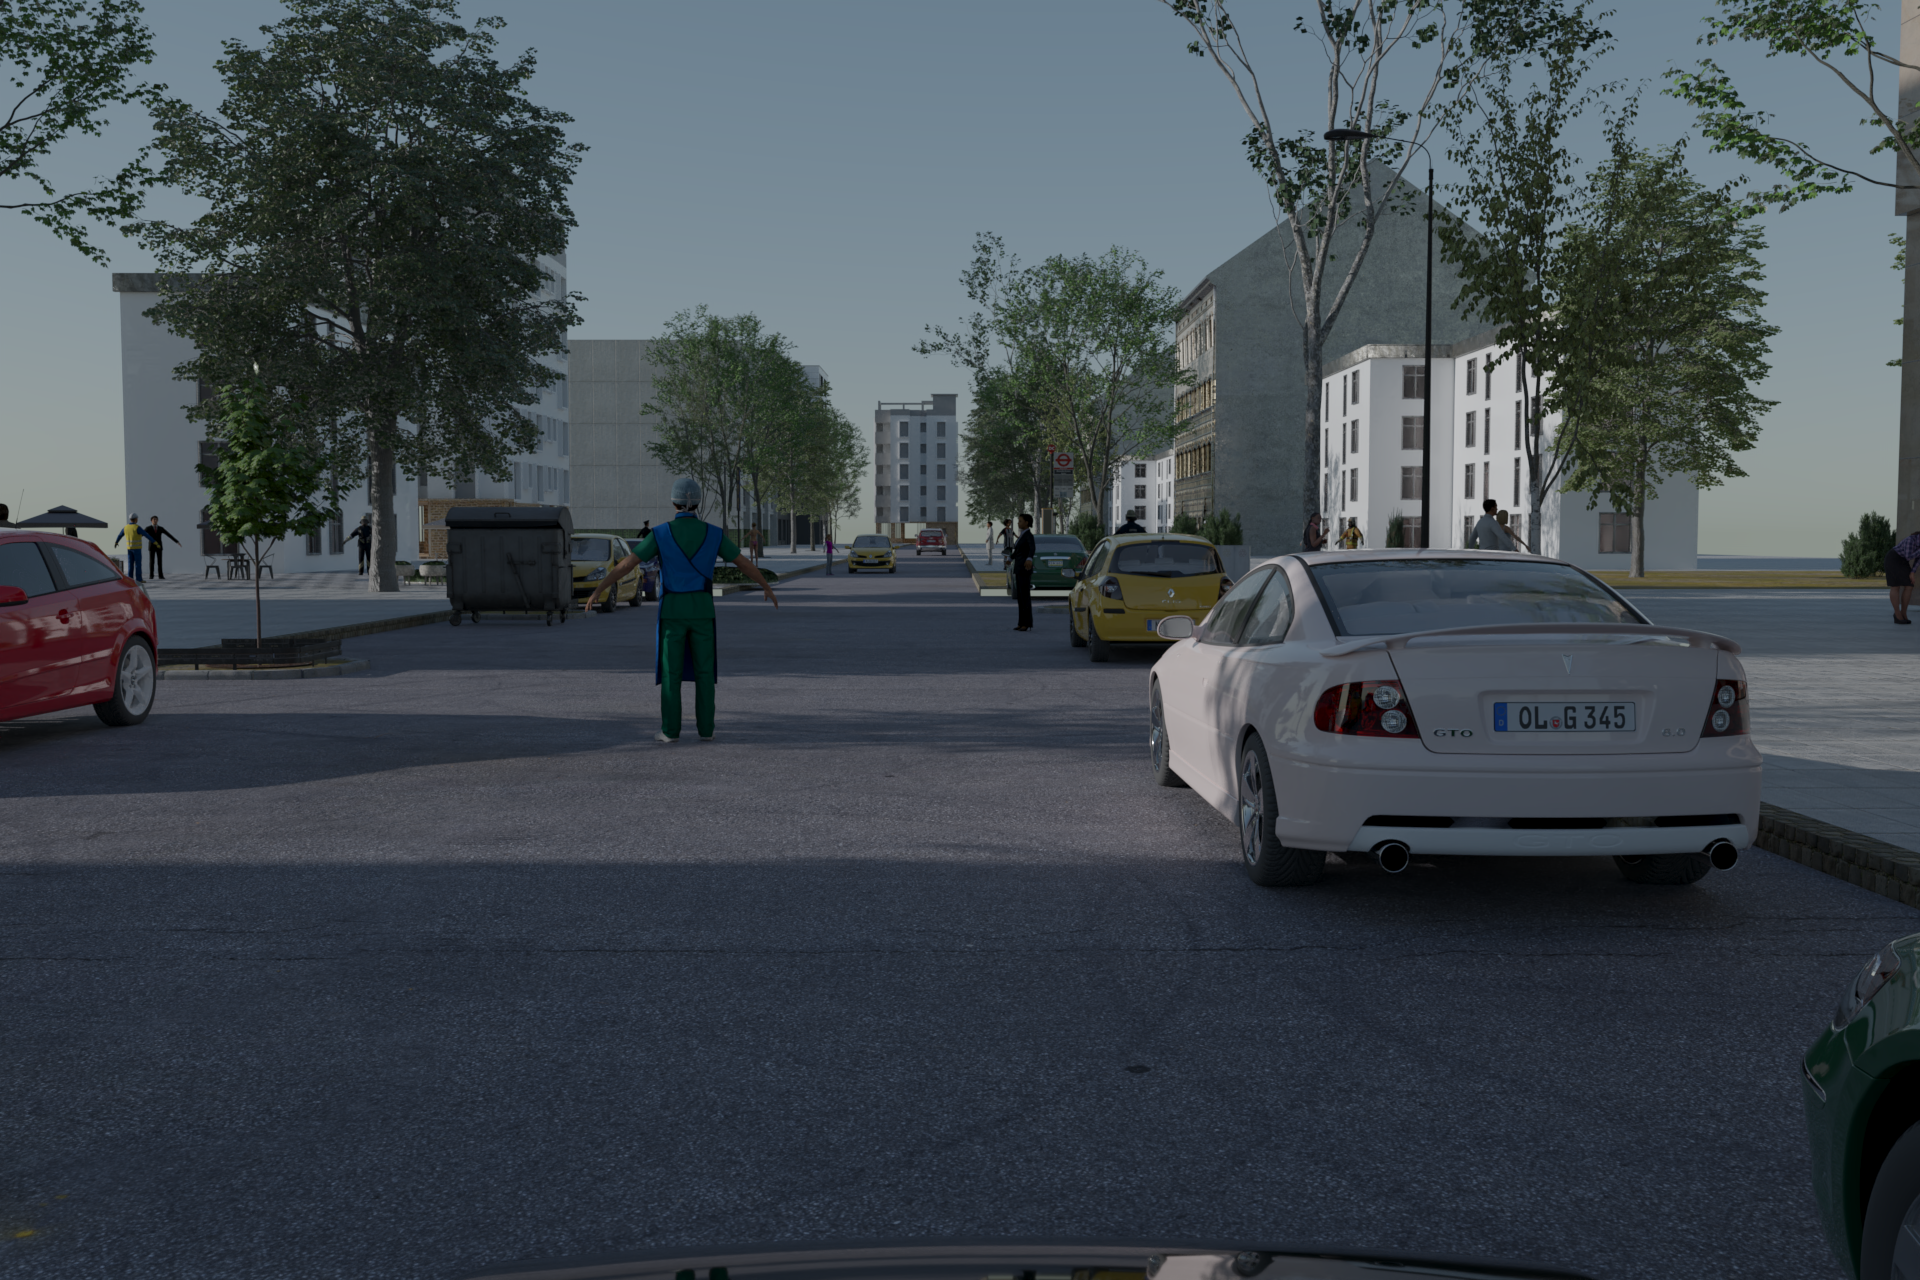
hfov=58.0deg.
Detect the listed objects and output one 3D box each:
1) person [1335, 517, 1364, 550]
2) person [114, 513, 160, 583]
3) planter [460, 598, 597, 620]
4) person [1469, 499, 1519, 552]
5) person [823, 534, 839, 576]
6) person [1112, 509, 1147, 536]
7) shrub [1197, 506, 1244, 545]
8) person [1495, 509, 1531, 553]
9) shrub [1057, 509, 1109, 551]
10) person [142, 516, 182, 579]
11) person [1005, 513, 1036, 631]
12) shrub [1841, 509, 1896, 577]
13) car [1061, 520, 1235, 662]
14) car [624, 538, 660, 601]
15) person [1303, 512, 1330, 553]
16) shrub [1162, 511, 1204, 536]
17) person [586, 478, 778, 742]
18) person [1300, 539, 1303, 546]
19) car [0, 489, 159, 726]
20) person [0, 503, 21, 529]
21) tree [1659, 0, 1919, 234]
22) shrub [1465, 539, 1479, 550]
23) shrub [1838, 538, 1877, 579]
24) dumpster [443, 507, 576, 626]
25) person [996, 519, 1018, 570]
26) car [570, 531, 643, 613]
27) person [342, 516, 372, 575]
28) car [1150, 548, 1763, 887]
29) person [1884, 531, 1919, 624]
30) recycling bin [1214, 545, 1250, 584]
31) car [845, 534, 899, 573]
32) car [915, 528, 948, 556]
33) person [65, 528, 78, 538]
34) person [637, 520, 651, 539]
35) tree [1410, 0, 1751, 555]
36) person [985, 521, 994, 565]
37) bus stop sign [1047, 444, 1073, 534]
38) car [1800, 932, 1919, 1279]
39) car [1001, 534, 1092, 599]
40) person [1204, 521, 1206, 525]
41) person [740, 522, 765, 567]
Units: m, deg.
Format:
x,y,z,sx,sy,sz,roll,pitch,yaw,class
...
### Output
x,y,z,sx,sy,sz,roll,pitch,yaw,class
13.022,-3.175,57.684,0.705,1.858,1.354,-2,4,-30,person
-21.596,-2.409,45.355,1.349,1.833,0.705,1,4,12,person
-7.358,-0.534,29.875,1.991,0.319,1.994,0,4,-1,planter
8.002,-1.220,26.109,0.704,1.810,1.344,-1,4,-16,person
-4.471,-2.950,59.958,0.599,1.433,0.991,2,4,27,person
3.919,-2.081,39.889,1.351,1.845,0.704,-1,4,-14,person
7.474,-2.773,49.374,1.661,2.075,1.752,0,3,0,shrub
10.488,-1.629,33.251,0.721,1.753,1.214,-2,4,-26,person
3.959,-3.121,55.075,1.661,2.075,1.752,0,3,0,shrub
-22.913,-2.640,49.343,1.347,1.806,0.705,-2,4,-35,person
0.875,-1.005,25.613,0.721,1.740,1.216,-1,4,-13,person
27.443,-2.917,52.116,1.690,2.028,1.600,0,3,0,shrub
2.268,-0.648,20.822,2.015,1.641,3.980,0,4,-1,car
-7.327,-1.572,38.281,1.945,1.354,3.894,0,4,0,car
5.911,-1.289,28.591,0.415,1.643,0.593,-3,5,-42,person
7.079,-3.088,54.904,1.690,2.028,1.600,0,3,0,shrub
-1.900,-0.209,12.001,1.347,1.817,0.704,-1,4,-20,person
15.152,-4.034,75.220,0.991,1.433,0.599,-2,4,-27,person
-7.033,-0.152,11.524,2.155,1.783,4.494,0,4,-1,car
-14.326,-1.170,25.893,1.215,1.744,0.721,-3,5,-40,person
8.604,-5.372,13.588,9.928,11.665,9.643,0,3,0,tree
14.036,-2.215,47.334,1.383,1.207,1.383,0,3,0,shrub
25.448,-2.325,49.131,1.383,1.207,1.383,0,3,0,shrub
-7.094,-1.169,27.332,1.865,1.857,1.264,0,4,-1,dumpster
1.729,-3.390,61.565,1.345,1.843,0.704,-3,5,-42,person
-7.156,-1.383,32.829,2.015,1.641,3.980,0,4,0,car
-18.488,-2.938,53.813,1.354,1.856,0.705,-1,4,-21,person
2.073,0.240,8.437,2.083,1.381,4.827,0,4,-1,car
13.455,-0.933,24.524,0.421,1.427,0.697,-2,4,-26,person
6.092,-1.607,38.826,0.722,1.027,0.722,0,4,0,recycling bin
-3.237,-3.299,64.169,2.015,1.641,3.980,0,4,-1,car
-1.941,-6.638,117.208,2.281,1.827,5.304,0,4,-1,car
-23.278,-2.402,45.494,0.704,1.802,1.346,-1,4,-18,person
-12.326,-3.812,68.257,1.347,1.837,0.705,2,4,35,person
8.357,-4.524,24.330,4.737,8.622,4.395,0,3,0,tree
1.200,-3.982,71.289,0.705,1.806,1.347,0,4,4,person
2.945,-3.848,51.621,0.855,3.939,0.416,0,4,-1,bus stop sign
2.288,0.667,0.886,2.131,1.459,4.920,0,4,-1,car
2.021,-1.688,39.399,2.131,1.459,4.920,0,4,-1,car
9.867,-3.867,69.076,0.705,1.847,1.347,0,4,7,person
-8.062,-3.702,67.325,1.217,1.733,0.721,-3,5,-41,person
